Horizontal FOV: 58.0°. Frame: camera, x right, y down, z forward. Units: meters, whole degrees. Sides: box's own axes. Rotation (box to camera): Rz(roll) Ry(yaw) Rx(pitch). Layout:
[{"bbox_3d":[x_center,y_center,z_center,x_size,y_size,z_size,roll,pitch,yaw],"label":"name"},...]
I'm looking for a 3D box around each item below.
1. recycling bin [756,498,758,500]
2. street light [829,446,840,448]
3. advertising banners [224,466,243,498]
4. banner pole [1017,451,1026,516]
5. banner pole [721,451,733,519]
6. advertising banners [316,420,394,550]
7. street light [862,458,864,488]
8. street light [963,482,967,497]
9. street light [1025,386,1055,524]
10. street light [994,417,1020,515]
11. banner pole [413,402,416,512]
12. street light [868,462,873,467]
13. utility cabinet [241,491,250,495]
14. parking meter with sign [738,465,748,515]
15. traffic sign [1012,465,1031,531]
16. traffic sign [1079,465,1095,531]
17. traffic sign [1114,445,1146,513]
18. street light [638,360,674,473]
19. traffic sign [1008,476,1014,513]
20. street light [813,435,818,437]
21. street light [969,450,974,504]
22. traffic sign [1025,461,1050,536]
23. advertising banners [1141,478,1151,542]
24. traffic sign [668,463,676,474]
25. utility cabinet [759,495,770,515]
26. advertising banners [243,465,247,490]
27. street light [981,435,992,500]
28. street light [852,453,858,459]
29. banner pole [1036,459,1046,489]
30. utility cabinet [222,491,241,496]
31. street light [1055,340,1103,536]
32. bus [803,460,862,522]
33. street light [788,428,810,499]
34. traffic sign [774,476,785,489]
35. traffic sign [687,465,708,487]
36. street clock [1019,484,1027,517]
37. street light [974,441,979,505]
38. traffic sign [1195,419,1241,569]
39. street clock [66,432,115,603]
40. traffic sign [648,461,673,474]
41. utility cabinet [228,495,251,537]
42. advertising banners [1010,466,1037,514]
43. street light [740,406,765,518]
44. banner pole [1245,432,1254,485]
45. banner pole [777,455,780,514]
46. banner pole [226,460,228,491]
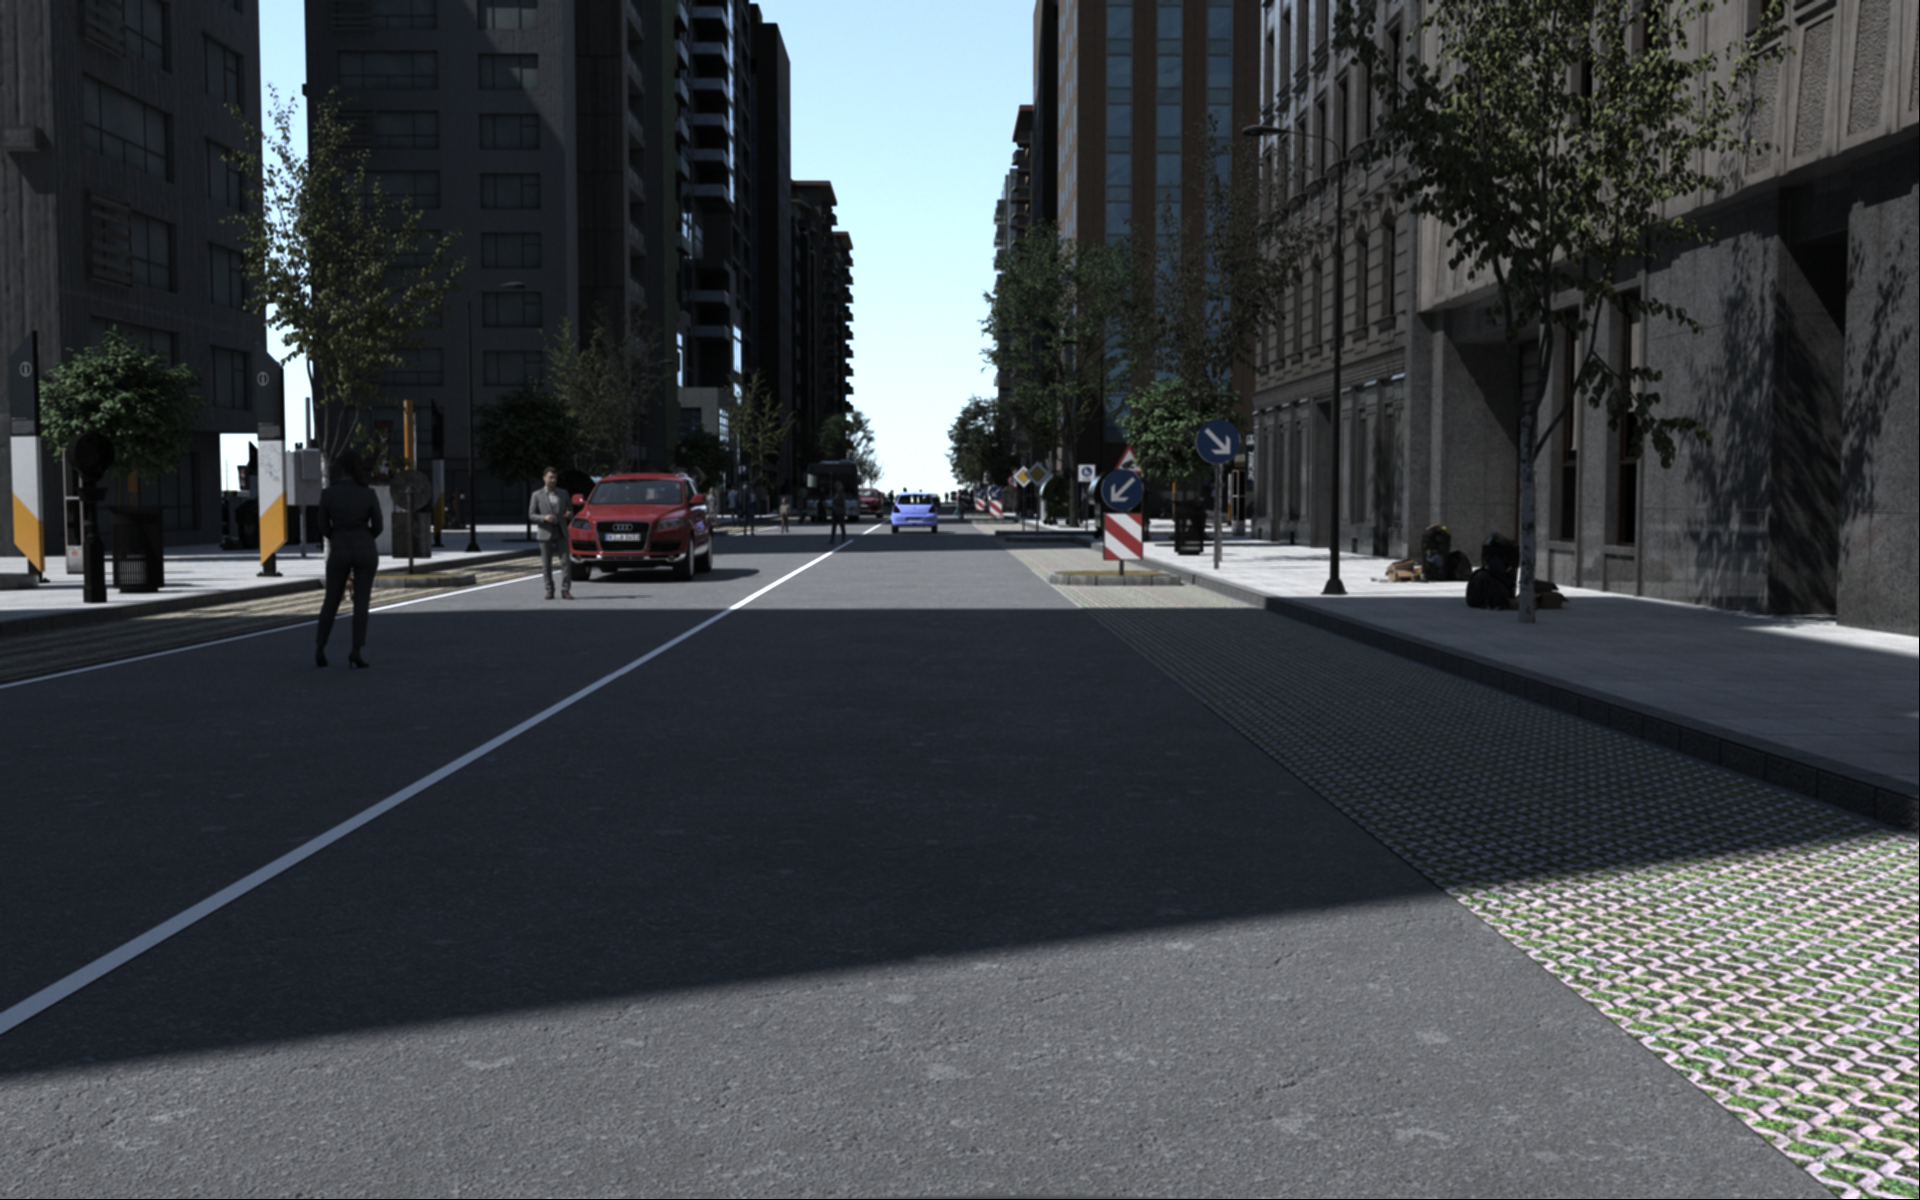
[{"bbox_3d":[-13.489,-6.063,111.678,0.722,1.027,0.722,-2,4,-28],"label":"recycling bin"},{"bbox_3d":[-12.270,-11.901,167.114,1.470,5.913,1.316,0,4,-1],"label":"street light"},{"bbox_3d":[-27.771,-4.152,64.067,2.074,3.025,0.090,-1,4,-19],"label":"advertising banners"},{"bbox_3d":[3.526,-6.715,99.799,0.863,3.779,0.401,3,5,43],"label":"banner pole"},{"bbox_3d":[-11.902,-6.007,88.235,0.863,3.779,0.401,1,4,18],"label":"banner pole"},{"bbox_3d":[-14.055,-2.700,40.328,0.090,3.025,2.074,3,4,37],"label":"advertising banners"},{"bbox_3d":[-12.985,-15.175,220.652,1.470,5.913,1.316,0,4,-1],"label":"street light"},{"bbox_3d":[1.382,-14.627,211.687,1.470,5.913,1.316,0,4,-1],"label":"street light"},{"bbox_3d":[3.471,-6.176,73.511,1.470,5.913,1.316,0,4,-1],"label":"street light"},{"bbox_3d":[2.975,-8.095,104.901,1.470,5.913,1.316,0,4,-1],"label":"street light"},{"bbox_3d":[-14.827,-3.491,47.095,0.401,3.779,0.863,-1,4,-22],"label":"banner pole"},{"bbox_3d":[-13.463,-17.076,251.738,1.470,5.913,1.316,0,4,-1],"label":"street light"},{"bbox_3d":[-47.660,-6.512,115.153,0.318,1.500,1.173,1,4,20],"label":"utility cabinet"},{"bbox_3d":[-12.999,-6.597,104.127,0.543,3.016,1.738,-1,4,-13],"label":"parking meter with sign"},{"bbox_3d":[2.219,-3.472,60.408,0.795,2.450,0.064,0,4,-1],"label":"traffic sign"},{"bbox_3d":[4.430,-3.573,60.552,0.606,2.300,0.079,0,4,0],"label":"traffic sign"},{"bbox_3d":[4.433,-2.781,45.479,0.884,2.594,0.081,0,4,4],"label":"traffic sign"},{"bbox_3d":[-10.605,-5.361,60.189,1.470,5.913,1.316,0,4,-1],"label":"street light"},{"bbox_3d":[3.535,-7.014,114.785,0.768,2.556,0.104,0,4,0],"label":"traffic sign"},{"bbox_3d":[-11.849,-10.034,136.599,1.470,5.913,1.316,0,4,-1],"label":"street light"},{"bbox_3d":[1.820,-12.775,181.409,1.470,5.913,1.316,0,4,-1],"label":"street light"},{"bbox_3d":[2.341,-2.984,52.424,0.795,2.450,0.064,0,4,-1],"label":"traffic sign"},{"bbox_3d":[5.009,-3.099,46.862,0.090,3.025,2.074,1,4,13],"label":"advertising banners"},{"bbox_3d":[-11.741,-4.370,71.558,0.768,2.556,0.104,0,4,8],"label":"traffic sign"},{"bbox_3d":[-12.247,-5.946,108.372,0.306,1.237,1.020,-2,4,-32],"label":"utility cabinet"},{"bbox_3d":[-42.893,-6.684,105.477,2.074,3.025,0.090,-1,4,-16],"label":"advertising banners"},{"bbox_3d":[2.496,-9.969,135.531,1.470,5.913,1.316,0,4,-1],"label":"street light"},{"bbox_3d":[-12.718,-13.791,198.016,1.470,5.913,1.316,0,4,-1],"label":"street light"},{"bbox_3d":[5.375,-7.581,113.966,0.863,3.779,0.401,0,4,3],"label":"banner pole"},{"bbox_3d":[-47.668,-6.365,112.742,0.318,1.500,1.173,3,5,44],"label":"utility cabinet"},{"bbox_3d":[3.735,-4.884,52.395,1.470,5.913,1.316,0,4,-1],"label":"street light"},{"bbox_3d":[-6.628,-5.958,92.266,2.948,3.499,13.247,0,4,-3],"label":"bus"},{"bbox_3d":[-11.538,-9.140,121.984,1.470,5.913,1.316,0,4,-1],"label":"street light"},{"bbox_3d":[-12.503,-7.326,119.893,0.768,2.556,0.104,0,4,2],"label":"traffic sign"},{"bbox_3d":[-9.174,-3.463,60.255,0.795,2.450,0.064,0,4,-1],"label":"traffic sign"},{"bbox_3d":[3.548,-5.713,97.976,0.358,2.002,0.471,3,5,42],"label":"street clock"},{"bbox_3d":[2.206,-10.923,151.129,1.470,5.913,1.316,0,4,-1],"label":"street light"},{"bbox_3d":[4.386,-1.800,29.542,0.768,2.556,0.104,0,4,0],"label":"traffic sign"},{"bbox_3d":[-10.226,-0.969,20.421,0.358,2.002,0.471,3,4,38],"label":"street clock"},{"bbox_3d":[-9.053,-2.974,52.271,0.795,2.450,0.064,0,4,-1],"label":"traffic sign"},{"bbox_3d":[-21.420,-2.470,51.540,0.306,1.237,1.020,-3,5,-42],"label":"utility cabinet"},{"bbox_3d":[4.201,-6.942,109.697,2.074,3.025,0.090,0,4,6],"label":"advertising banners"},{"bbox_3d":[-11.023,-7.288,91.706,1.470,5.913,1.316,0,4,-1],"label":"street light"},{"bbox_3d":[10.358,-4.334,60.877,0.863,3.779,0.401,3,5,43],"label":"banner pole"},{"bbox_3d":[-11.518,-7.330,109.860,0.401,3.779,0.863,0,4,2],"label":"banner pole"},{"bbox_3d":[-53.819,-8.389,127.177,0.401,3.779,0.863,-1,4,-23],"label":"banner pole"}]
